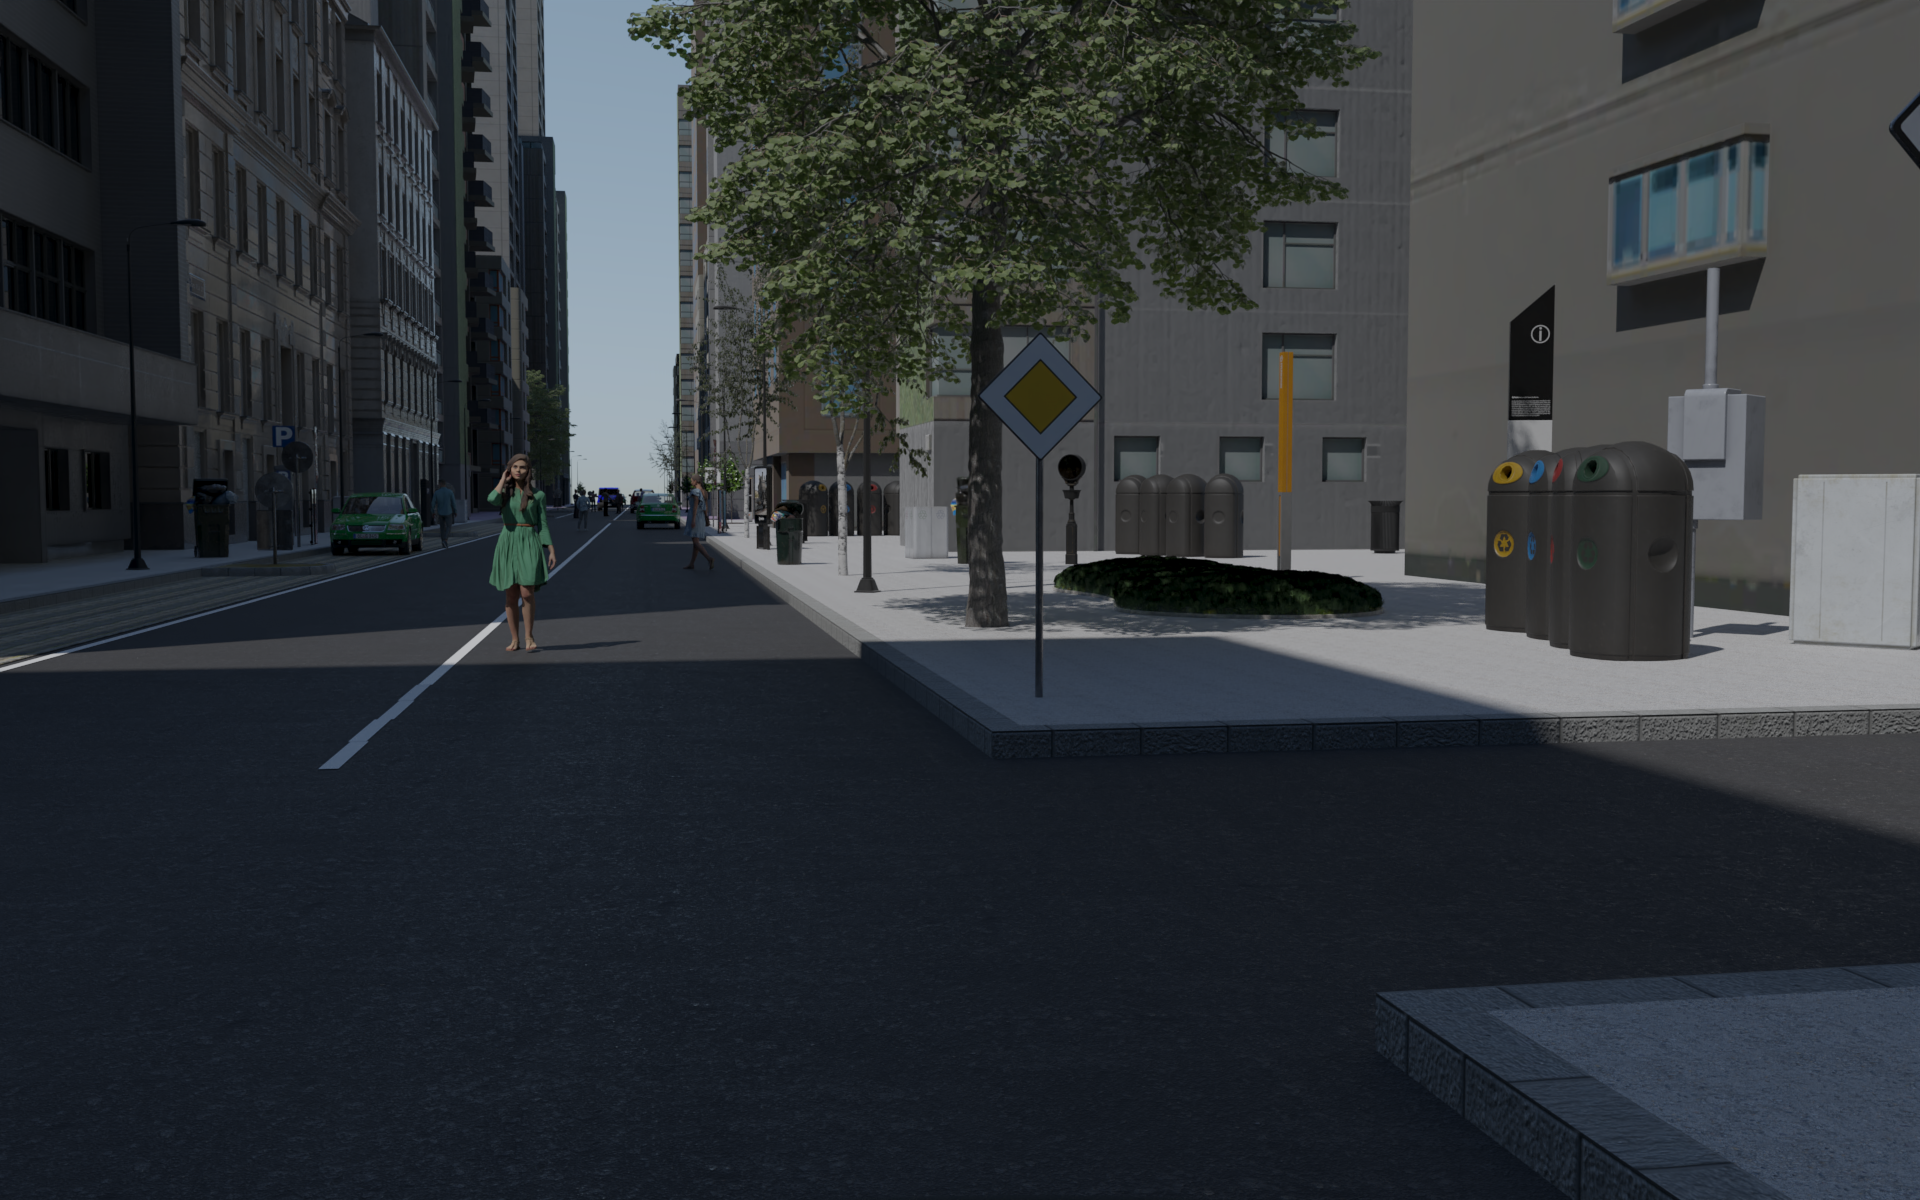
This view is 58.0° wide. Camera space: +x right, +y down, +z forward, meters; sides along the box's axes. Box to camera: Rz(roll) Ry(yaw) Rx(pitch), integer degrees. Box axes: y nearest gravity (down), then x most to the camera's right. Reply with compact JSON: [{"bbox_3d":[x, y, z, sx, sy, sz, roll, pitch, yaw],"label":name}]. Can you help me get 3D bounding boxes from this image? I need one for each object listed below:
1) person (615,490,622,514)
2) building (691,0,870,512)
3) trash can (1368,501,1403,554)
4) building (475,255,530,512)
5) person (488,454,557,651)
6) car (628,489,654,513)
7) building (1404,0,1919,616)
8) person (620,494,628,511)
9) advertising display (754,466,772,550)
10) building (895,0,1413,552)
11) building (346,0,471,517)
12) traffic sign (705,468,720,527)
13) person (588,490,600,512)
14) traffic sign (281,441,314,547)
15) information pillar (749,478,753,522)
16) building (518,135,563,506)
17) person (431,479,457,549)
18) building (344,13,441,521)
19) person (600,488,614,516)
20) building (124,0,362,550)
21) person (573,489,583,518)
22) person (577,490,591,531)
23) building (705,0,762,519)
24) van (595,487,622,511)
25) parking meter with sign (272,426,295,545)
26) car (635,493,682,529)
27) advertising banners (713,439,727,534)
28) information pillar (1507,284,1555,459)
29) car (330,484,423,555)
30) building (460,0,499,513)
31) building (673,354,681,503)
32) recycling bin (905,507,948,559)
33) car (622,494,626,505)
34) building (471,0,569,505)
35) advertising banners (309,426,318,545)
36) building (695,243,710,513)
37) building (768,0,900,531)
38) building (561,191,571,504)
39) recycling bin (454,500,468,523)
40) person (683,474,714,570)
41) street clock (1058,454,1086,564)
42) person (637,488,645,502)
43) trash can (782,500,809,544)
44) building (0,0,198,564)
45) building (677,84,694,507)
[{"bbox_3d":[-25.024,-7.198,126.736,0.434,1.755,0.990,-3,4,-39],"label":"person"},{"bbox_3d":[-16.396,-30.745,152.791,14.600,45.320,14.200,-1,4,-10],"label":"building"},{"bbox_3d":[9.186,-1.576,37.426,0.748,1.137,0.748,0,3,0],"label":"trash can"},{"bbox_3d":[-49.349,-17.882,137.404,27.650,21.520,28.899,-1,4,-10],"label":"building"},{"bbox_3d":[-3.995,-0.430,15.780,0.600,1.795,0.529,-1,4,-18],"label":"person"},{"bbox_3d":[-23.772,-7.434,130.220,2.281,1.827,5.304,-1,4,-10],"label":"car"},{"bbox_3d":[18.119,-24.449,23.449,21.600,48.544,21.300,-1,4,-10],"label":"building"},{"bbox_3d":[-28.142,-8.088,143.996,1.065,1.426,0.557,0,4,-3],"label":"person"},{"bbox_3d":[-4.558,-2.131,40.057,0.123,1.923,0.974,-2,4,-24],"label":"advertising display"},{"bbox_3d":[5.100,-22.100,44.937,14.154,41.232,14.086,-1,4,-10],"label":"building"},{"bbox_3d":[-33.098,-24.724,87.835,14.154,41.232,14.086,-1,4,-10],"label":"building"},{"bbox_3d":[-9.607,-3.993,67.412,0.606,2.300,0.079,0,4,-2],"label":"traffic sign"},{"bbox_3d":[-29.170,-7.863,137.768,1.217,1.736,0.721,-1,4,-17],"label":"person"},{"bbox_3d":[-15.951,-2.545,41.717,0.768,2.556,0.104,0,4,-2],"label":"traffic sign"},{"bbox_3d":[-9.655,-4.569,79.194,0.304,2.012,0.304,-1,4,-14],"label":"information pillar"},{"bbox_3d":[-51.975,-31.056,191.367,14.154,41.232,14.086,-1,4,-10],"label":"building"},{"bbox_3d":[-13.658,-2.286,45.732,0.638,1.841,0.748,0,4,4],"label":"person"},{"bbox_3d":[-27.770,-13.652,72.358,9.793,20.994,18.267,-1,4,-10],"label":"building"},{"bbox_3d":[-22.771,-6.298,111.476,1.348,1.823,0.705,3,5,41],"label":"person"},{"bbox_3d":[-25.547,-15.450,49.873,12.463,27.353,25.104,-1,4,-10],"label":"building"},{"bbox_3d":[-22.544,-5.694,102.405,0.742,1.727,0.445,0,4,3],"label":"person"},{"bbox_3d":[-14.677,-3.504,67.593,0.589,1.601,0.330,1,4,8],"label":"person"},{"bbox_3d":[-4.402,-34.251,102.007,21.231,58.520,28.212,-1,4,-10],"label":"building"},{"bbox_3d":[-30.133,-8.836,148.847,2.240,2.365,5.245,-1,4,-9],"label":"van"},{"bbox_3d":[-16.990,-2.887,43.471,0.543,3.016,1.738,-1,4,-18],"label":"parking meter with sign"},{"bbox_3d":[-12.574,-3.883,72.279,1.959,1.807,4.718,-1,4,-9],"label":"car"},{"bbox_3d":[-7.821,-3.680,56.357,0.090,3.025,2.074,0,4,3],"label":"advertising banners"},{"bbox_3d":[6.416,-1.719,19.468,0.504,3.616,0.183,1,4,9],"label":"information pillar"},{"bbox_3d":[-14.027,-2.015,41.742,1.959,1.807,4.718,-1,4,-12],"label":"car"},{"bbox_3d":[-41.176,-27.748,108.306,22.147,44.769,28.867,-1,4,-10],"label":"building"},{"bbox_3d":[-23.792,-23.528,229.727,27.650,21.520,28.899,-1,4,-10],"label":"building"},{"bbox_3d":[-0.666,-1.348,34.597,0.722,1.027,0.722,-1,4,-17],"label":"recycling bin"},{"bbox_3d":[-45.959,-13.754,233.676,1.959,1.807,4.718,-1,4,-12],"label":"car"},{"bbox_3d":[-57.844,-47.017,206.986,20.563,71.187,20.611,-1,4,-10],"label":"building"},{"bbox_3d":[-16.522,-2.943,44.308,0.090,3.025,2.074,-1,4,-15],"label":"advertising banners"},{"bbox_3d":[-5.940,-17.646,133.555,27.650,21.520,28.899,-1,4,-10],"label":"building"},{"bbox_3d":[-0.667,-25.451,66.229,14.600,45.320,14.200,-1,4,-10],"label":"building"},{"bbox_3d":[-58.465,-33.161,225.777,14.154,41.232,14.086,-1,4,-10],"label":"building"},{"bbox_3d":[-22.437,-3.968,77.437,0.722,1.027,0.722,-1,4,-9],"label":"recycling bin"},{"bbox_3d":[-4.918,-1.478,32.762,0.778,1.811,0.616,2,4,31],"label":"person"},{"bbox_3d":[2.036,-1.652,31.575,0.471,2.002,0.358,1,4,20],"label":"street clock"},{"bbox_3d":[-21.647,-6.660,117.261,0.599,1.838,0.709,1,4,12],"label":"person"},{"bbox_3d":[-4.258,-2.036,44.943,0.748,1.137,0.748,0,3,0],"label":"trash can"},{"bbox_3d":[-21.185,-12.425,22.212,14.314,24.678,30.058,-1,4,-10],"label":"building"},{"bbox_3d":[-21.766,-30.216,177.632,14.154,41.232,14.086,-1,4,-10],"label":"building"}]
